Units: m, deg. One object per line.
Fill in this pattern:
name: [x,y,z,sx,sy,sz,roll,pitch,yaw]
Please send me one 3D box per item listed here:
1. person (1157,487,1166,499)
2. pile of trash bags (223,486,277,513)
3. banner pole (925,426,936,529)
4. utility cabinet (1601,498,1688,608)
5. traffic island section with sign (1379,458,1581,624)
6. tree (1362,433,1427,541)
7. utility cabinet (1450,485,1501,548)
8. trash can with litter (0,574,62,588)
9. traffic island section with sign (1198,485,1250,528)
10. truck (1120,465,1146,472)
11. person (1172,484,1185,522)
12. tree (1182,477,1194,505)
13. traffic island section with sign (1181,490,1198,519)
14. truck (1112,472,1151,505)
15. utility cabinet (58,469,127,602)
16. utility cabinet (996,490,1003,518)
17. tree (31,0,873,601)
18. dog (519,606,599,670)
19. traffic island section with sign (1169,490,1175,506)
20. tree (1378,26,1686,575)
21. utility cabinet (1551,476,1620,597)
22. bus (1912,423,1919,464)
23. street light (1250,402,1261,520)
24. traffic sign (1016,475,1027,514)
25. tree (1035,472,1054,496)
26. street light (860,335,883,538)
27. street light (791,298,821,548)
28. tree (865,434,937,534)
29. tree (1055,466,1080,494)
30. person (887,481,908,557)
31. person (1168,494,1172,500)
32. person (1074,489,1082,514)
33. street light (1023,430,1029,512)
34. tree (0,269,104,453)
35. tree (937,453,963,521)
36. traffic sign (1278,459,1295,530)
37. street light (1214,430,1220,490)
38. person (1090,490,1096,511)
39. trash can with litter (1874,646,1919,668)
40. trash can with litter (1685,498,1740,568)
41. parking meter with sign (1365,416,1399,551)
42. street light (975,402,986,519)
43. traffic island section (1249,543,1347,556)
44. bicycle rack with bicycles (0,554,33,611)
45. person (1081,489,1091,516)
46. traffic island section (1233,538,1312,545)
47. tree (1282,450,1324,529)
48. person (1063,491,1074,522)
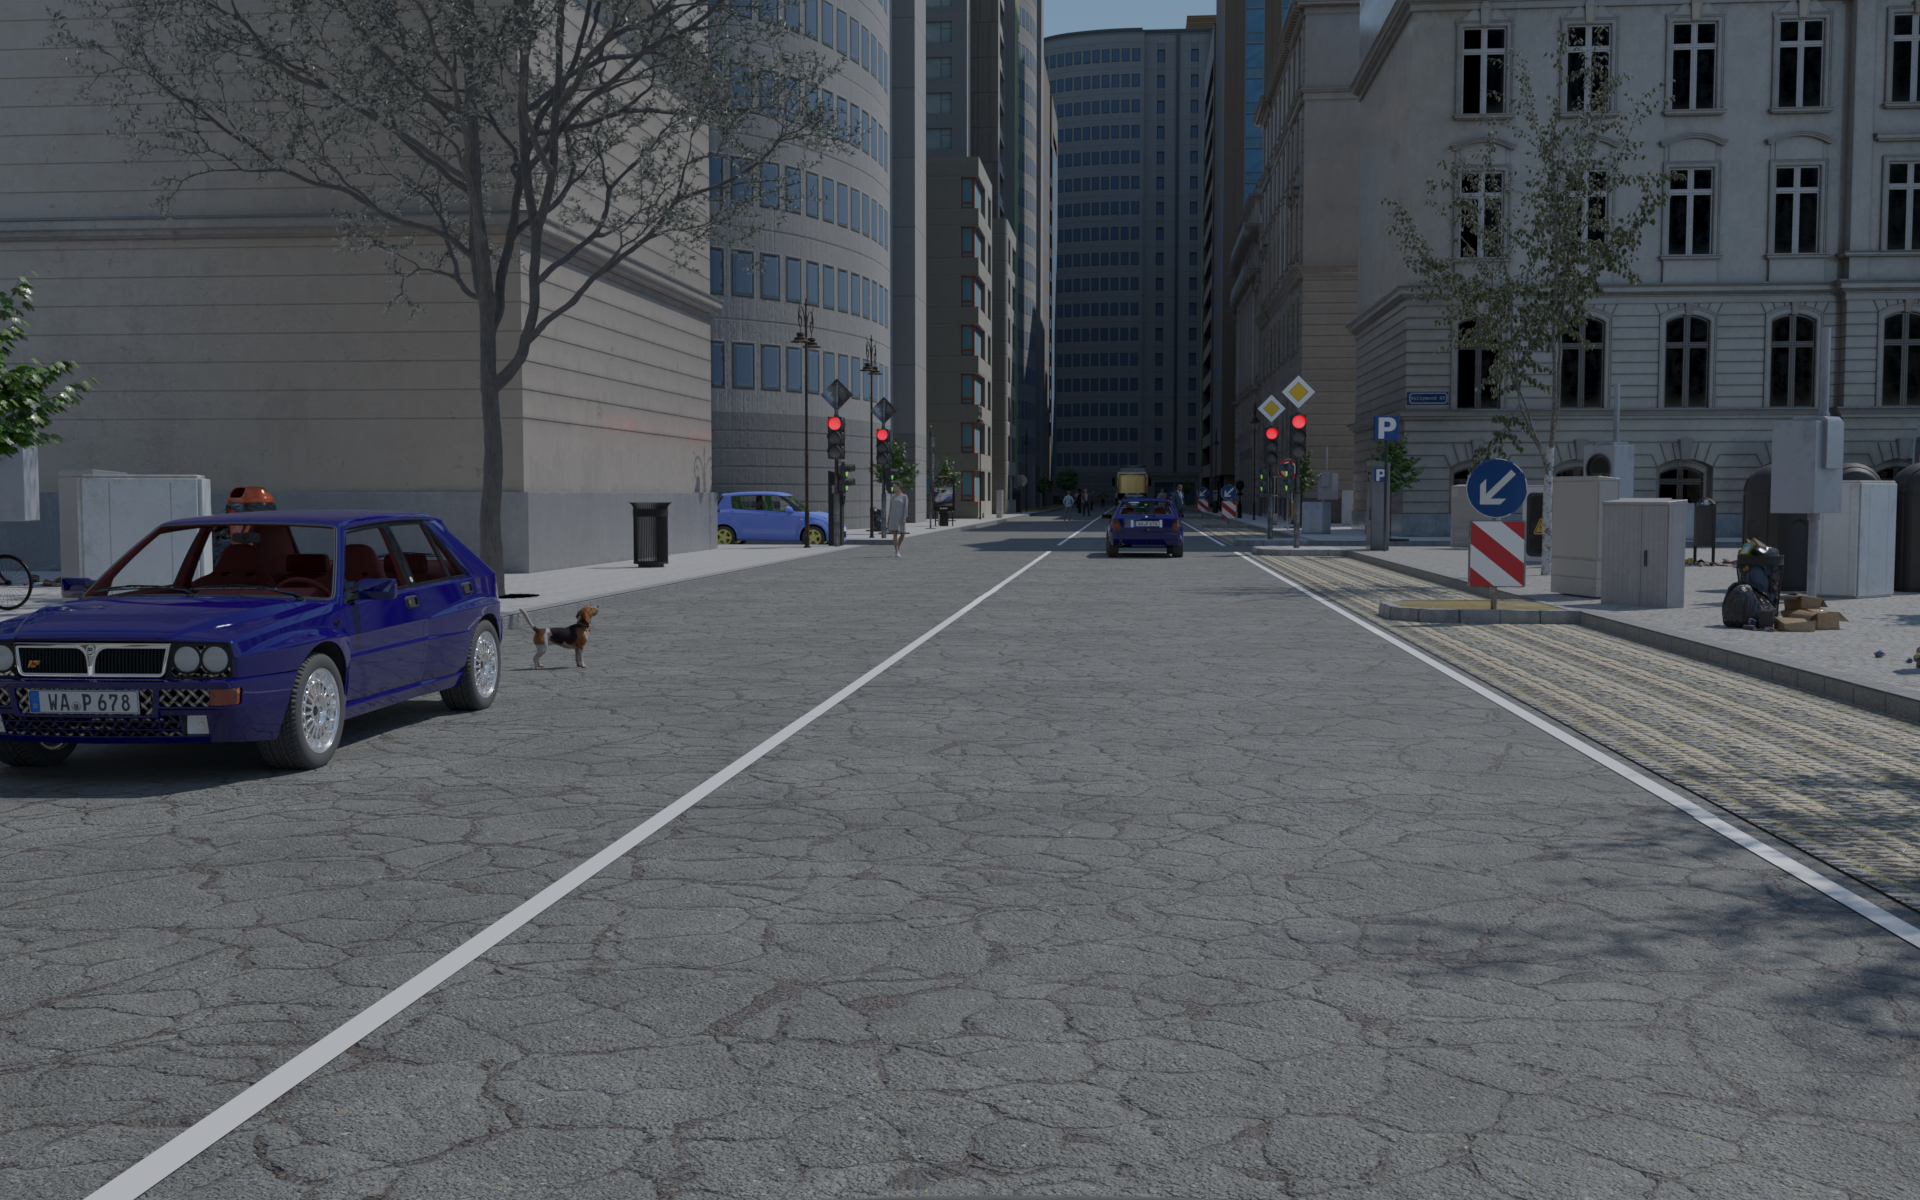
person: [11.238,-5.371,96.501,0.511,1.800,0.466,1,4,12]
pile of trash bags: [-9.096,-0.667,20.657,3.447,1.369,1.912,3,5,41]
banner pole: [-1.018,-4.491,63.440,0.401,3.779,0.863,-1,4,-17]
utility cabinet: [7.837,-0.534,19.899,0.306,1.237,1.020,-1,4,-23]
traffic island section with sign: [5.908,-0.693,19.951,1.989,1.847,2.006,0,4,6]
tree: [12.008,-3.247,47.684,1.663,3.219,1.824,0,3,0]
utility cabinet: [12.048,-1.946,40.501,0.318,1.500,1.173,-3,4,-37]
trash can with litter: [-12.513,-0.817,24.422,2.233,1.210,1.678,1,4,20]
traffic island section with sign: [11.271,-3.972,73.566,1.989,1.847,2.006,0,4,6]
truck: [17.398,-11.326,174.098,2.839,4.237,11.283,0,4,6]
person: [8.295,-3.496,65.840,0.419,1.800,0.721,3,5,45]
tree: [25.674,-12.350,196.525,1.663,3.219,1.824,0,3,0]
traffic island section with sign: [13.940,-5.612,100.389,1.989,1.847,2.006,0,4,6]
truck: [14.885,-9.420,149.938,3.469,3.379,9.791,0,4,5]
utility cabinet: [-8.049,-0.455,16.125,0.318,1.500,1.173,-3,5,-41]
utility cabinet: [2.125,-5.153,92.925,0.318,1.500,1.173,0,4,5]
tree: [-5.656,-6.769,21.043,12.009,13.543,11.850,0,3,0]
dog: [-3.291,0.307,14.265,0.406,0.507,0.540,2,4,27]
traffic island section with sign: [18.932,-8.668,150.342,1.989,1.847,2.006,0,4,6]
tree: [9.095,-4.705,27.294,4.360,8.622,3.978,0,3,0]
utility cabinet: [7.843,-0.798,21.722,0.318,1.500,1.173,0,4,-7]
bus: [31.018,-2.928,42.733,13.247,3.499,2.948,0,4,7]
street light: [14.550,-6.896,85.544,0.468,5.910,1.993,0,4,6]
traffic sign: [4.007,-6.920,113.249,0.768,2.556,0.104,1,4,9]
tree: [7.201,-9.347,147.427,1.663,3.219,1.824,0,3,0]
street light: [-2.577,-4.751,50.474,0.468,5.910,1.993,0,4,6]
street light: [-3.641,-4.177,41.085,0.468,5.910,1.993,0,4,6]
tree: [-1.992,-3.725,55.501,1.663,3.219,1.824,0,3,0]
tree: [12.510,-13.362,202.174,4.285,4.588,4.351,0,3,0]
person: [-1.437,-1.849,39.484,0.466,1.731,0.760,-1,4,-14]
person: [20.026,-9.228,162.574,0.799,1.438,0.628,-3,5,-41]
person: [8.758,-7.288,127.619,0.705,1.831,1.348,2,4,25]
street light: [4.773,-9.269,124.337,0.468,5.910,1.993,0,4,6]
tree: [-7.469,-1.105,12.670,1.663,3.219,1.824,0,3,0]
tree: [-0.650,-5.331,81.771,1.663,3.219,1.824,0,3,0]
traffic sign: [11.824,-3.810,62.392,0.768,2.556,0.104,1,4,10]
street light: [18.086,-9.150,122.396,0.468,5.910,1.993,0,4,6]
person: [11.503,-8.538,148.625,0.750,1.759,0.617,2,4,29]
trash can with litter: [7.887,-0.125,13.108,1.678,1.210,2.233,3,5,42]
trash can with litter: [13.405,-1.207,30.793,1.678,1.210,2.233,-1,4,-14]
parking meter with sign: [9.554,-2.643,39.470,0.543,3.016,1.738,0,4,4]
street light: [1.019,-7.005,87.324,0.468,5.910,1.993,0,4,6]
traffic island section: [8.015,-1.154,41.144,2.009,0.180,2.903,0,4,6]
bicycle rack with bicycles: [-11.842,-0.298,18.261,2.925,0.926,2.852,1,4,13]
person: [8.170,-6.305,111.978,0.661,1.777,0.834,-1,4,-21]
traffic island section: [8.809,-1.640,49.090,2.009,0.180,2.903,0,4,6]
tree: [12.809,-4.296,64.843,1.663,3.219,1.824,0,3,0]
person: [5.561,-4.792,88.661,0.589,1.601,0.330,1,4,21]
